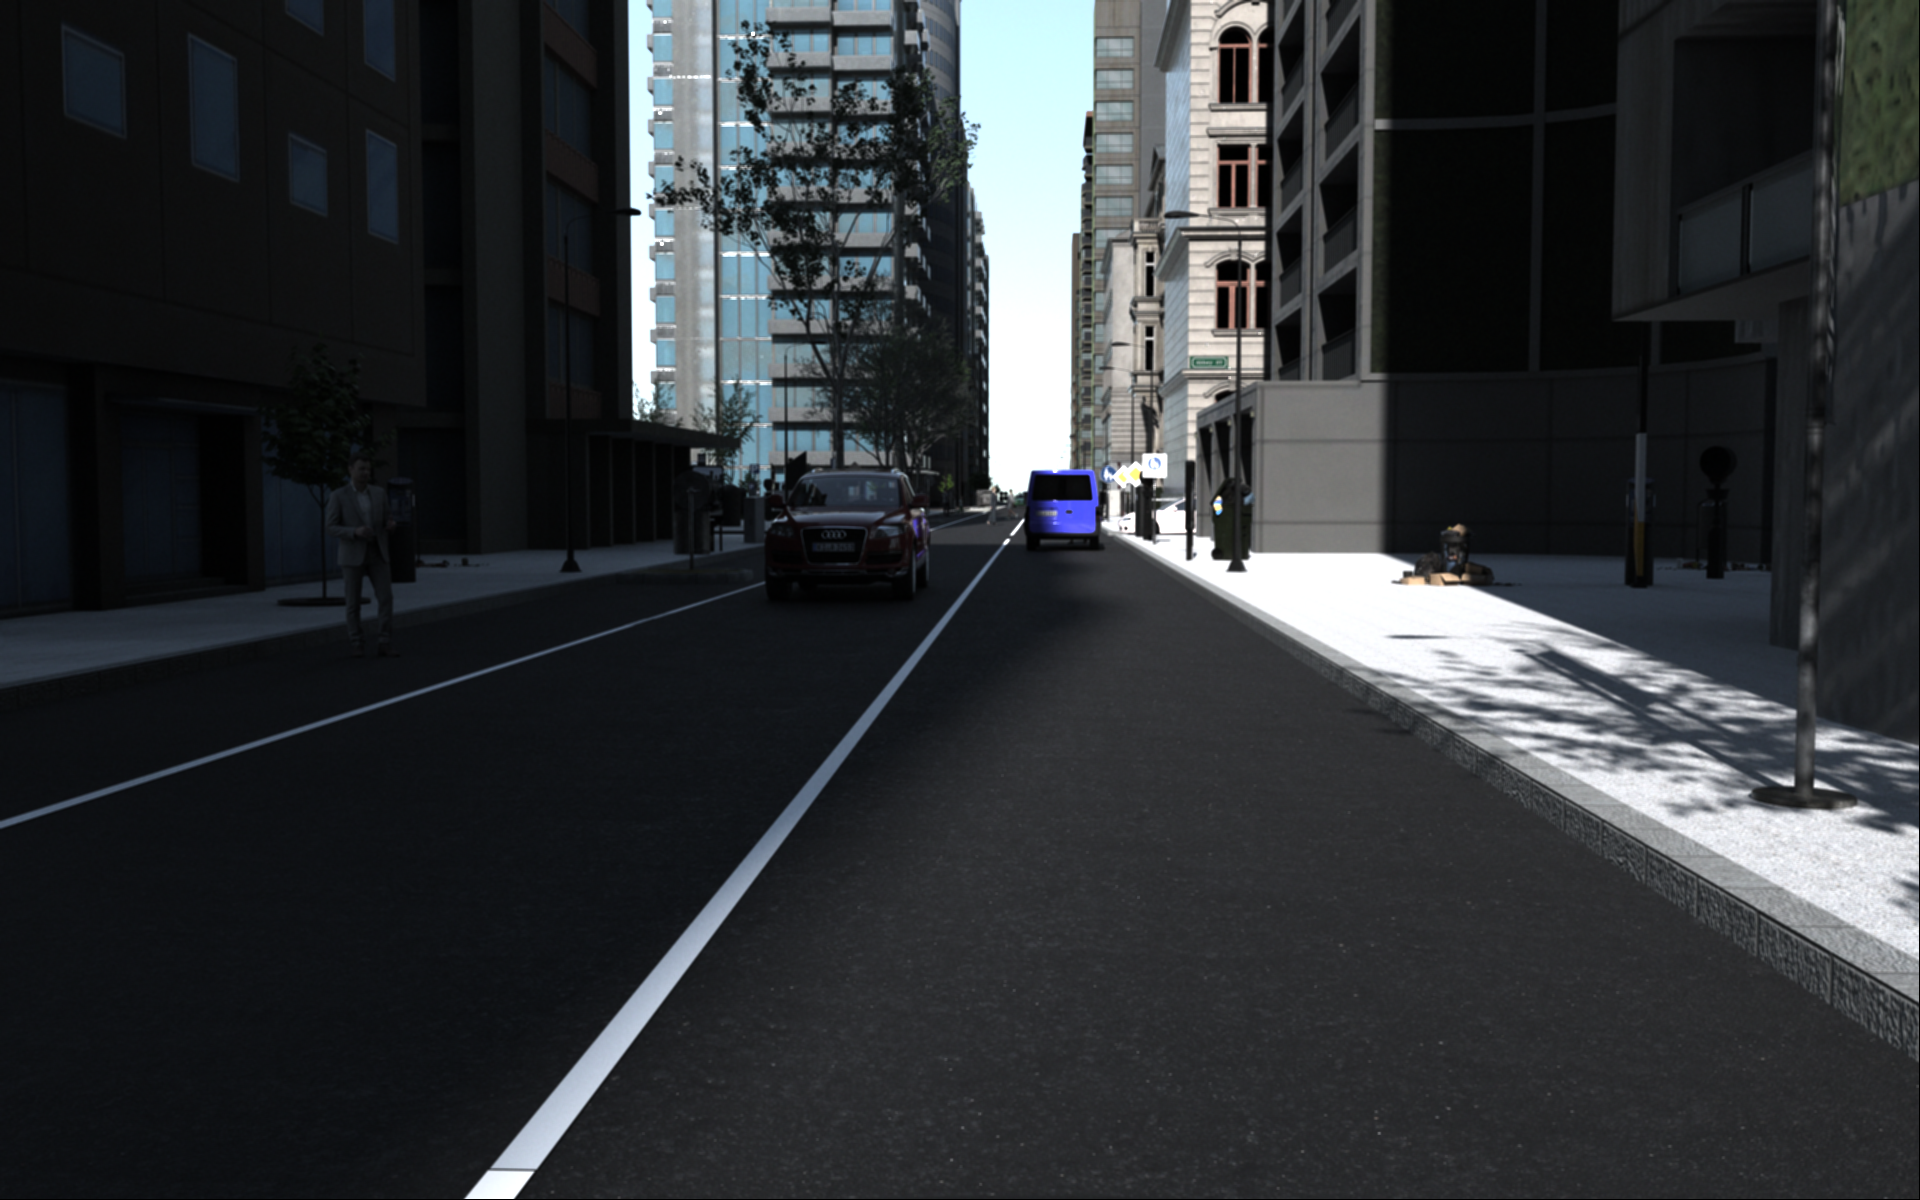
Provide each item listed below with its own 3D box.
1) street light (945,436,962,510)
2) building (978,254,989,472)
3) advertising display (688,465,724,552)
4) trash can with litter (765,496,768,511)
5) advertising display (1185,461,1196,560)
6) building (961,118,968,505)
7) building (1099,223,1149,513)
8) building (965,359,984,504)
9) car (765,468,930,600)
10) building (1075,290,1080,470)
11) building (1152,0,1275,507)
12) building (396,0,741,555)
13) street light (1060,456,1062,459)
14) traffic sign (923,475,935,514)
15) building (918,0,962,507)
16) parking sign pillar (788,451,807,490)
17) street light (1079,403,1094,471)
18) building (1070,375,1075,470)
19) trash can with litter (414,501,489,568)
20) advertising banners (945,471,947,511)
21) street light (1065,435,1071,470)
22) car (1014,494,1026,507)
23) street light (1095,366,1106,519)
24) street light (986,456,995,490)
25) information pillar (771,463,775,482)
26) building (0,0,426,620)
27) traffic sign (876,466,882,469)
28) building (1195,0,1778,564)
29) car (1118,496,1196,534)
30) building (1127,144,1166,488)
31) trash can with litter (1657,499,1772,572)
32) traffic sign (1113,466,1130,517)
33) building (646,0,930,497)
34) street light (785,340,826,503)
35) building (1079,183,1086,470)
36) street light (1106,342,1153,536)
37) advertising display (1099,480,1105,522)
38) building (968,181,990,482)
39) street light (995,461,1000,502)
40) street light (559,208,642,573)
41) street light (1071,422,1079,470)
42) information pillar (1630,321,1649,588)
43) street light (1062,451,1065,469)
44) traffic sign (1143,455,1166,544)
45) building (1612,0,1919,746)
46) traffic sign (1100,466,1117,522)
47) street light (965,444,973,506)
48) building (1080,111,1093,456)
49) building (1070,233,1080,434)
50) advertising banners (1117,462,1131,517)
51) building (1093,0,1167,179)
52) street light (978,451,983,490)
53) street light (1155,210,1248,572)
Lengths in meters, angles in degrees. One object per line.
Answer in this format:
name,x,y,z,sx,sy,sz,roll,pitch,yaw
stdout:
street light,-0.560,-10.121,138.021,1.470,5.913,1.316,0,4,3
building,-2.370,-36.939,287.542,14.154,41.232,14.086,0,4,3
advertising display,-5.633,-2.035,38.488,0.123,1.923,0.974,3,4,39
trash can with litter,-9.958,-4.940,91.821,1.678,1.210,2.233,2,4,33
advertising display,4.498,-1.752,33.854,0.123,1.923,0.974,1,4,12
building,-6.301,-33.798,202.703,14.600,45.320,14.200,0,4,3
building,15.312,-16.935,126.042,9.793,20.994,18.267,0,4,3
building,-11.044,-23.932,236.321,27.650,21.520,28.899,0,4,3
car,-1.550,-1.010,25.190,2.281,1.827,5.304,0,4,2
building,23.250,-28.892,244.087,14.160,30.474,14.107,0,4,3
building,19.506,-17.123,67.346,23.554,28.519,14.401,0,4,3
building,-21.758,-23.735,42.694,28.867,44.769,22.147,0,4,3
street light,11.785,-13.156,187.638,1.470,5.913,1.316,0,4,3
traffic sign,-2.045,-6.945,113.650,0.768,2.556,0.104,1,4,10
building,-11.082,-39.086,181.053,21.231,58.520,28.212,0,4,3
parking sign pillar,-10.207,-7.287,107.620,1.447,3.967,1.447,-1,4,-21
street light,6.915,-7.063,88.014,1.470,5.913,1.316,0,4,3
building,30.951,-25.715,265.476,27.650,21.520,28.899,0,4,3
trash can with litter,-9.359,-1.186,30.444,2.233,1.210,1.678,-2,4,-29
advertising banners,-1.011,-8.169,129.748,0.090,3.025,2.074,0,4,7
street light,9.455,-10.215,139.559,1.470,5.913,1.316,0,4,3
car,6.696,-10.762,187.751,2.131,1.459,4.920,0,4,4
street light,5.743,-5.538,63.090,1.470,5.913,1.316,0,4,3
street light,3.415,-15.201,221.078,1.470,5.913,1.316,0,4,3
information pillar,-14.058,-8.487,130.116,0.183,3.616,0.504,2,4,24
building,-15.977,-22.649,20.415,14.600,45.320,14.200,0,4,3
traffic sign,-2.866,-3.539,61.501,0.795,2.450,0.064,0,4,3
building,16.815,-36.770,39.441,20.563,71.187,20.611,0,4,3
car,7.675,-2.772,57.684,4.827,1.381,2.083,0,4,3
building,16.946,-17.126,99.089,14.460,24.649,34.723,0,4,3
trash can with litter,12.942,-1.103,29.091,1.678,1.210,2.233,-3,4,-37
traffic sign,5.767,-3.512,61.063,0.795,2.450,0.064,0,4,3
building,-14.228,-32.573,152.181,23.786,49.044,30.456,0,4,3
street light,-4.732,-4.891,52.504,1.470,5.913,1.316,0,4,3
building,22.902,-33.400,229.689,14.154,41.232,14.086,0,4,3
street light,5.315,-4.924,53.041,1.470,5.913,1.316,0,4,3
advertising display,6.655,-4.656,81.340,0.123,1.923,0.974,0,4,-4
building,-7.437,-39.471,264.964,23.786,49.044,30.456,0,4,3
street light,4.569,-16.684,245.328,1.470,5.913,1.316,0,4,3
street light,-5.864,-3.409,28.273,1.470,5.913,1.316,0,4,3
street light,8.095,-8.533,112.053,1.470,5.913,1.316,0,4,3
information pillar,9.340,-1.982,23.757,0.183,3.616,0.504,1,4,15
street light,10.615,-11.686,163.598,1.470,5.913,1.316,0,4,3
traffic sign,4.959,-2.572,44.175,0.606,2.300,0.079,1,4,9
building,12.033,-19.978,10.231,14.154,41.232,14.086,0,4,3
traffic sign,6.727,-4.798,78.553,0.768,2.556,0.104,0,4,6
street light,0.560,-11.592,162.063,1.470,5.913,1.316,0,4,3
building,24.855,-33.089,195.622,22.147,44.769,28.867,0,4,3
building,25.374,-38.956,287.033,14.600,45.320,14.200,0,4,3
advertising banners,9.055,-6.098,95.891,0.090,3.025,2.074,2,4,25
building,18.143,-28.289,146.127,14.154,41.232,14.086,0,4,3
street light,1.746,-13.099,186.712,1.470,5.913,1.316,0,4,3
street light,4.039,-3.423,28.513,1.470,5.913,1.316,0,4,3
